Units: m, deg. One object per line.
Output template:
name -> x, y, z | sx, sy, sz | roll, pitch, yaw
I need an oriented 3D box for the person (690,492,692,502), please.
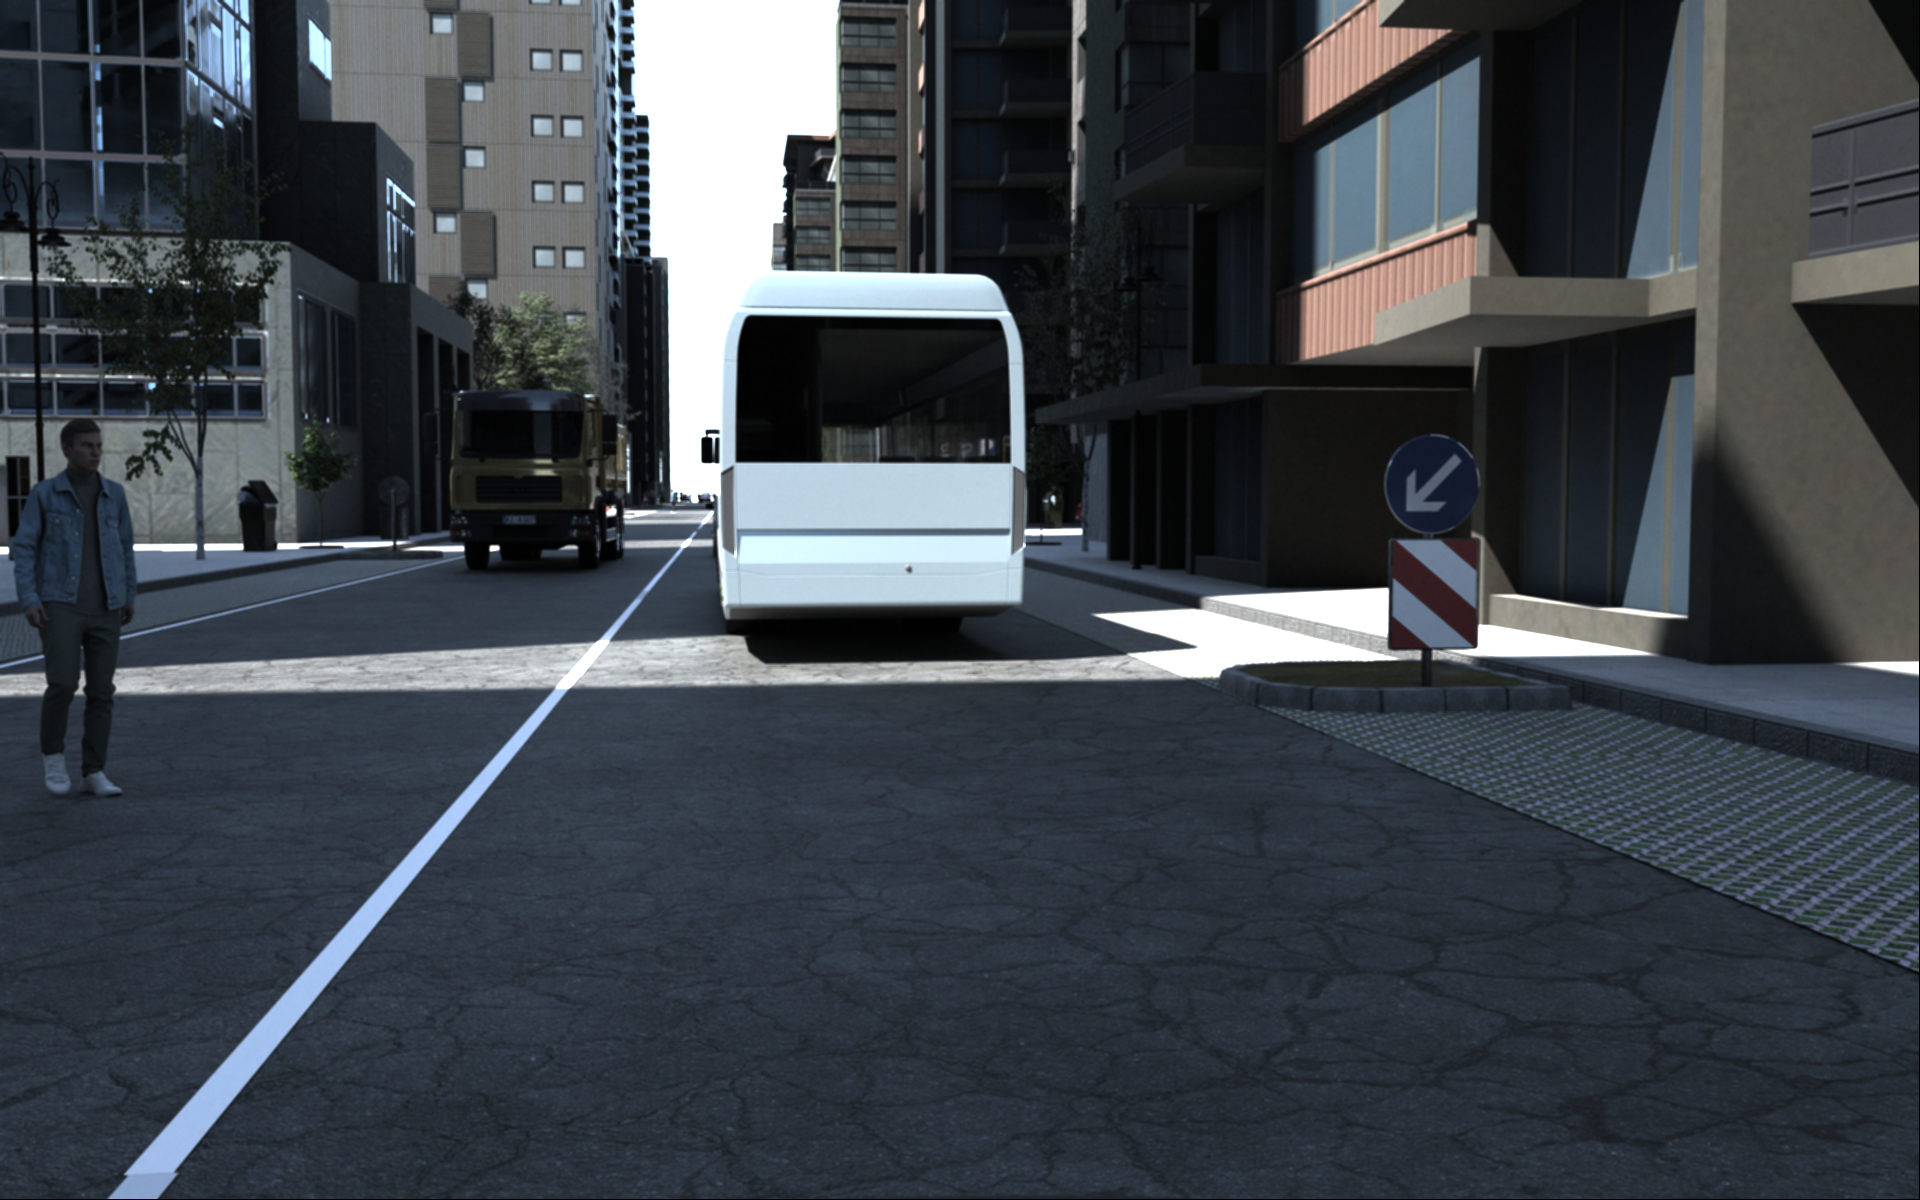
person -> -46.934, -17.928, 301.482 | 0.599, 1.838, 0.709 | 0, 4, 7

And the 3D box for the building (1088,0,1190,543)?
building -> 10.157, -17.067, 50.741 | 14.160, 30.474, 14.107 | 0, 4, -8

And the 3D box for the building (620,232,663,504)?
building -> -57.611, -33.399, 237.948 | 32.217, 40.220, 23.993 | 0, 4, -8

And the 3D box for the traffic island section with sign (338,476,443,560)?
traffic island section with sign -> -12.566, -1.819, 38.372 | 1.989, 1.847, 2.006 | 0, 4, -8

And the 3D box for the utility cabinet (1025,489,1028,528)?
utility cabinet -> 1.932, -3.438, 64.895 | 1.173, 1.500, 0.318 | 1, 4, 17

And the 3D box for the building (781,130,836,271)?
building -> -10.189, -33.928, 209.351 | 22.147, 44.769, 28.867 | 0, 4, -8

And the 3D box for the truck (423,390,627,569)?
truck -> -8.428, -2.406, 35.260 | 3.469, 3.379, 9.791 | 0, 4, -7

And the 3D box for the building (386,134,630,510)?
building -> -46.405, -53.308, 184.259 | 22.319, 86.520, 31.000 | 0, 4, -8

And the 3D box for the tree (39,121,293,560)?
tree -> -15.128, -5.099, 33.738 | 4.737, 8.622, 4.395 | 0, 3, 0

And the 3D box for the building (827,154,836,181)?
building -> -1.112, -30.058, 183.324 | 32.217, 40.220, 23.993 | 0, 4, -8

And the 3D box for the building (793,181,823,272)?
building -> -8.628, -23.924, 162.853 | 14.160, 30.474, 14.107 | 0, 4, -8

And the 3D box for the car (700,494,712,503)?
car -> -39.748, -15.944, 269.719 | 2.155, 1.783, 4.494 | 0, 4, -8

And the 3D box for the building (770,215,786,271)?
building -> -21.329, -41.101, 295.696 | 21.300, 48.544, 21.600 | 0, 4, -8

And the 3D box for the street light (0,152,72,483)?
street light -> -12.719, -3.125, 23.886 | 0.468, 5.910, 1.993 | 0, 4, -8

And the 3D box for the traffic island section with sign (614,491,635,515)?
traffic island section with sign -> -23.391, -6.764, 119.219 | 1.989, 1.847, 2.006 | 0, 4, -8

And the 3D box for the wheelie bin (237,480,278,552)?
wheelie bin -> -15.766, -1.891, 38.828 | 0.693, 1.594, 0.980 | 0, 4, 8

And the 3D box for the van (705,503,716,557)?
van -> -4.983, -2.065, 40.776 | 2.013, 2.044, 4.112 | 0, 4, -8

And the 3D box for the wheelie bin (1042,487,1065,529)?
wheelie bin -> 3.398, -3.371, 63.028 | 0.693, 1.594, 0.980 | -1, 4, -18

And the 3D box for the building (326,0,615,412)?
building -> -45.603, -34.661, 155.944 | 28.713, 52.752, 27.495 | 0, 4, -8

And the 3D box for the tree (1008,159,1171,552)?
tree -> 2.772, -5.401, 38.665 | 4.360, 8.622, 3.978 | 0, 3, 0

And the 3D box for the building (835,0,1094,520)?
building -> -0.574, -20.345, 104.343 | 14.160, 30.474, 14.107 | 0, 4, -8

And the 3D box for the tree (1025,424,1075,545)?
tree -> 2.183, -3.015, 43.900 | 1.663, 3.219, 1.824 | 0, 3, 0

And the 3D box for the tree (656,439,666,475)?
tree -> -39.630, -16.564, 221.179 | 4.737, 8.622, 4.395 | 0, 3, 0

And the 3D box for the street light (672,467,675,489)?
street light -> -49.636, -20.027, 300.229 | 0.468, 5.910, 1.993 | 0, 4, -8

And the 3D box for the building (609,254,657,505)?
building -> -44.143, -26.745, 208.983 | 14.160, 30.474, 14.107 | 0, 4, -8

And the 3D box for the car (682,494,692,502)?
car -> -46.731, -17.320, 295.181 | 2.014, 1.417, 4.499 | 0, 4, -8

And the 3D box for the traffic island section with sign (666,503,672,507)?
traffic island section with sign -> -33.792, -11.514, 196.888 | 1.989, 1.847, 2.006 | 0, 4, -8

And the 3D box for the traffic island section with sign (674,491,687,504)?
traffic island section with sign -> -41.111, -14.858, 251.552 | 1.989, 1.847, 2.006 | 0, 4, -8

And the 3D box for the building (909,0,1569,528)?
building -> 10.288, -26.230, 83.480 | 28.867, 44.769, 22.147 | 0, 4, -8

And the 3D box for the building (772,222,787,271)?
building -> -21.396, -35.416, 262.643 | 14.154, 41.232, 14.086 | 0, 4, -8

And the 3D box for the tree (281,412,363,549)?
tree -> -15.349, -2.849, 41.184 | 1.663, 3.219, 1.824 | 0, 3, 0

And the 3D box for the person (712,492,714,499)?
person -> -41.678, -17.395, 293.045 | 1.348, 1.807, 0.705 | 1, 4, 12

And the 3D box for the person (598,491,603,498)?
person -> -10.509, -2.555, 50.546 | 0.520, 1.790, 0.573 | 1, 4, 19

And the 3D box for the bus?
bus -> -1.667, -1.598, 20.979 | 2.948, 3.499, 13.247 | -1, 4, -8

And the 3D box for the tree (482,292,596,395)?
tree -> -23.890, -10.993, 97.861 | 7.486, 12.596, 7.792 | 0, 3, 0

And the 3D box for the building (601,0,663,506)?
building -> -56.982, -58.231, 264.745 | 22.319, 86.520, 31.000 | 0, 4, -8

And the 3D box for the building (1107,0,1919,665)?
building -> 14.048, -22.416, 21.130 | 22.147, 44.769, 28.867 | 0, 4, -8

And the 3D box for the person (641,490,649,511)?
person -> -27.252, -8.623, 149.933 | 0.683, 1.767, 0.568 | -1, 4, -17

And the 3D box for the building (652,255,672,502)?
building -> -55.719, -37.033, 289.081 | 14.154, 41.232, 14.086 | 0, 4, -8

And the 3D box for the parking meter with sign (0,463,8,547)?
parking meter with sign -> -23.033, -2.793, 41.925 | 1.738, 3.016, 0.543 | -2, 4, -30

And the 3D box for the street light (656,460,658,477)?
street light -> -40.277, -15.722, 229.843 | 0.468, 5.910, 1.993 | 0, 4, -8

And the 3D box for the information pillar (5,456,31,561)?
information pillar -> -18.195, -1.774, 33.498 | 0.304, 2.012, 0.304 | 1, 4, 14

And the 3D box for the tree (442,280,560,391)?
tree -> -21.004, -8.682, 76.356 | 7.601, 10.594, 8.767 | 0, 4, -2

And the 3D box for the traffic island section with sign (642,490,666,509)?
traffic island section with sign -> -30.183, -9.870, 170.007 | 1.989, 1.847, 2.006 | 0, 4, -8

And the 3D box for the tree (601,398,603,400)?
tree -> -27.493, -11.017, 130.497 | 4.360, 8.622, 3.978 | 0, 3, 0

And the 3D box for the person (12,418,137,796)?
person -> -4.176, 0.039, 8.207 | 0.444, 1.785, 0.601 | 3, 5, 43

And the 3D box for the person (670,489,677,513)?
person -> -21.836, -7.565, 132.208 | 0.620, 1.820, 0.660 | 1, 4, 12

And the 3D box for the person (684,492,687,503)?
person -> -43.305, -16.124, 273.051 | 0.541, 1.710, 0.530 | 0, 4, -5

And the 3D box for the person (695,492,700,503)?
person -> -40.060, -15.621, 264.433 | 0.750, 1.759, 0.617 | -2, 4, -35

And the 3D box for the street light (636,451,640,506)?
street light -> -33.852, -12.802, 182.102 | 0.468, 5.910, 1.993 | 0, 4, -8

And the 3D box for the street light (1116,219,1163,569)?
street light -> 3.022, -3.463, 29.402 | 0.468, 5.910, 1.993 | 0, 4, -8

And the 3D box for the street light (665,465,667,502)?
street light -> -44.904, -17.868, 264.936 | 0.468, 5.910, 1.993 | 0, 4, -8

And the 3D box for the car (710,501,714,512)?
car -> -10.562, -4.313, 80.110 | 1.945, 1.707, 3.694 | -1, 4, -9

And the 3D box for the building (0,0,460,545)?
building -> -32.341, -45.117, 50.341 | 31.000, 86.520, 22.319 | 0, 4, -8

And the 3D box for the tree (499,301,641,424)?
tree -> -25.382, -12.214, 110.069 | 12.009, 13.543, 11.850 | 0, 3, 0

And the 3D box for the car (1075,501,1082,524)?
car -> 6.881, -3.703, 69.584 | 4.494, 1.783, 2.155 | 0, 4, -7

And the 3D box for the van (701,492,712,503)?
van -> -41.340, -16.819, 282.001 | 2.013, 2.044, 4.112 | -1, 4, -9

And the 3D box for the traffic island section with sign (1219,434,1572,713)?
traffic island section with sign -> 2.922, -0.220, 12.227 | 1.989, 1.847, 2.006 | 0, 4, -8

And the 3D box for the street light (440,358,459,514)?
street light -> -17.339, -5.275, 59.040 | 0.468, 5.910, 1.993 | 0, 4, -8
